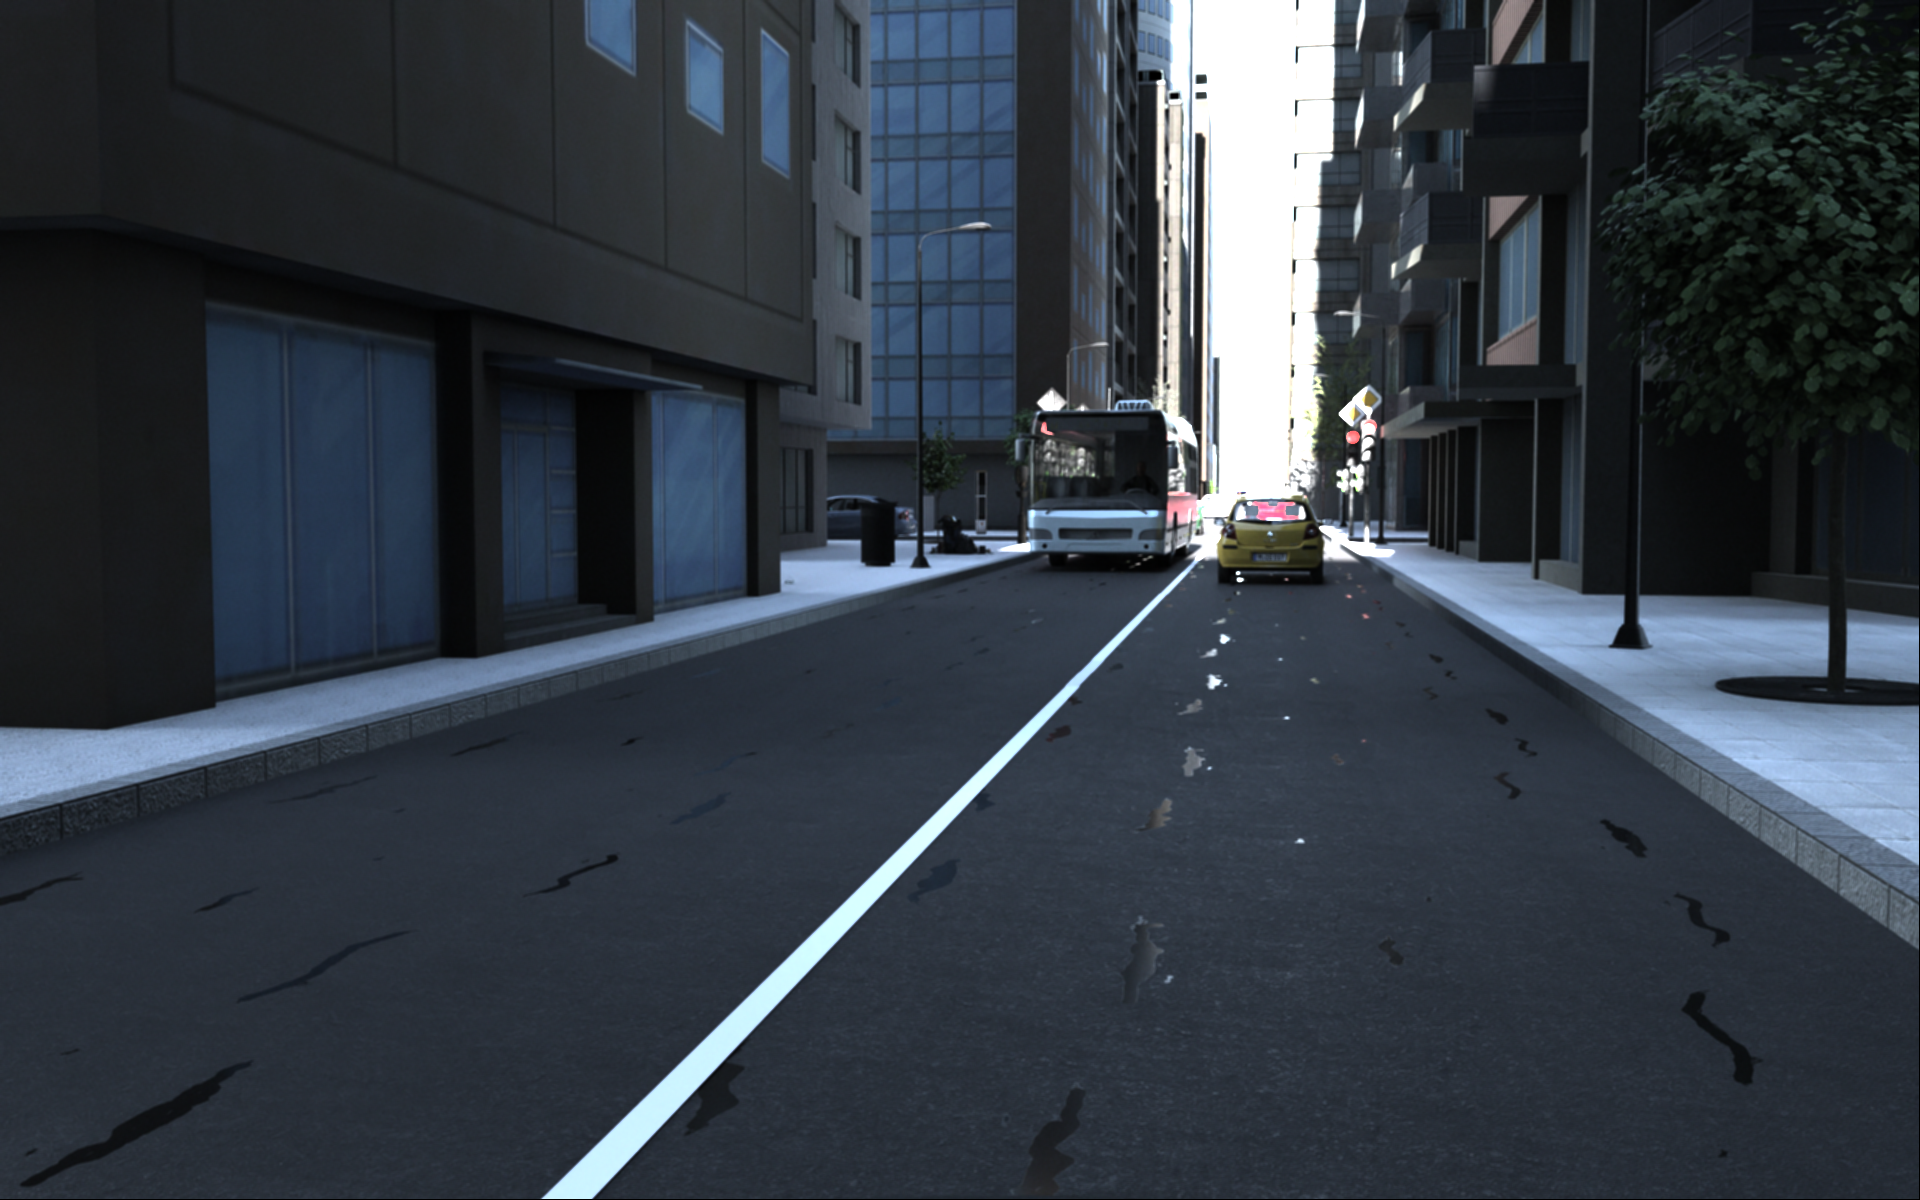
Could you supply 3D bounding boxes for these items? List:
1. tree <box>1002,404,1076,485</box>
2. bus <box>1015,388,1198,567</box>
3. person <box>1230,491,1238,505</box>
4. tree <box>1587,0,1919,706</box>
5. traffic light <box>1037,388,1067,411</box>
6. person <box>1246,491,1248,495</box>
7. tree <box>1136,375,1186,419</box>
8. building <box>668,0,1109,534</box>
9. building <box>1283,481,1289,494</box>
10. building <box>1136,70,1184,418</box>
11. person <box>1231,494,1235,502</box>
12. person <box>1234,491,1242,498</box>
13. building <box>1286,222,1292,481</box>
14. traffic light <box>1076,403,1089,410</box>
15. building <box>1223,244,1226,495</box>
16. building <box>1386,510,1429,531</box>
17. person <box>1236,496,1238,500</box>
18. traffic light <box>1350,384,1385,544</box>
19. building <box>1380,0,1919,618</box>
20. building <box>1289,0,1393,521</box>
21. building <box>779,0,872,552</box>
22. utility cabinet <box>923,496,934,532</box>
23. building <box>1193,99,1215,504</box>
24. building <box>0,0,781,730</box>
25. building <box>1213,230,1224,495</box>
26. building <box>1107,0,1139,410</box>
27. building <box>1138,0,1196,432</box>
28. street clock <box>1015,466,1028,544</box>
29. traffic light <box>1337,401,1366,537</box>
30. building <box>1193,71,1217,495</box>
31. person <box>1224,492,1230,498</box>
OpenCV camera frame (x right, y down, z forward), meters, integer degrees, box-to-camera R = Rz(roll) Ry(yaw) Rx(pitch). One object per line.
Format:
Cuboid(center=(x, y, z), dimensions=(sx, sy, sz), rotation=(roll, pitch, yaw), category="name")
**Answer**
Cuboid(center=(3.012, -4.498, 57.253), dimensions=(4.285, 4.588, 4.351), rotation=(0, 3, 0), category="tree")
Cuboid(center=(3.510, -2.586, 37.147), dimensions=(2.948, 3.499, 13.247), rotation=(1, 4, 10), category="bus")
Cuboid(center=(35.515, -13.177, 223.952), dimensions=(1.348, 1.824, 0.705), rotation=(2, 4, 33), category="person")
Cuboid(center=(5.708, -1.677, 11.133), dimensions=(4.285, 4.588, 4.351), rotation=(0, 3, 0), category="tree")
Cuboid(center=(2.425, -3.473, 45.698), dimensions=(0.839, 4.253, 0.868), rotation=(1, 4, 10), category="traffic light")
Cuboid(center=(42.056, -14.975, 253.276), dimensions=(0.705, 1.831, 1.348), rotation=(3, 4, 38), category="person")
Cuboid(center=(11.825, -9.550, 106.509), dimensions=(4.360, 8.622, 3.978), rotation=(0, 3, 0), category="tree")
Cuboid(center=(-1.799, -25.472, 66.577), dimensions=(14.600, 45.320, 14.200), rotation=(1, 4, 10), category="building")
Cuboid(center=(64.336, -34.397, 254.278), dimensions=(32.217, 40.220, 23.993), rotation=(1, 4, 10), category="building")
Cuboid(center=(8.005, -21.277, 119.577), dimensions=(14.160, 30.474, 14.107), rotation=(1, 4, 10), category="building")
Cuboid(center=(36.559, -13.443, 231.489), dimensions=(0.799, 1.438, 0.628), rotation=(-1, 4, -19), category="person")
Cuboid(center=(34.905, -12.707, 216.276), dimensions=(1.348, 1.821, 0.705), rotation=(1, 4, 21), category="person")
Cuboid(center=(58.951, -38.195, 274.596), dimensions=(14.600, 45.320, 14.200), rotation=(1, 4, 10), category="building")
Cuboid(center=(3.799, -3.954, 53.564), dimensions=(0.839, 4.253, 0.868), rotation=(1, 4, 10), category="traffic light")
Cuboid(center=(35.030, -36.272, 276.642), dimensions=(14.154, 41.232, 14.086), rotation=(1, 4, 10), category="building")
Cuboid(center=(29.576, -26.968, 60.530), dimensions=(30.456, 49.044, 23.786), rotation=(1, 4, 10), category="building")
Cuboid(center=(36.798, -13.356, 230.062), dimensions=(0.799, 1.438, 0.628), rotation=(2, 4, 29), category="person")
Cuboid(center=(10.418, -3.389, 44.323), dimensions=(0.839, 4.253, 0.868), rotation=(1, 4, 10), category="traffic light")
Cuboid(center=(18.846, -22.792, 27.282), dimensions=(22.147, 44.769, 28.867), rotation=(1, 4, 10), category="building")
Cuboid(center=(24.155, -24.763, 88.463), dimensions=(14.154, 41.232, 14.086), rotation=(1, 4, 10), category="building")
Cuboid(center=(-9.692, -21.747, 39.164), dimensions=(14.086, 41.232, 14.154), rotation=(1, 4, 10), category="building")
Cuboid(center=(-1.169, -2.929, 59.049), dimensions=(0.306, 1.237, 1.020), rotation=(1, 4, 17), category="utility cabinet")
Cuboid(center=(20.960, -33.268, 194.038), dimensions=(14.600, 45.320, 14.200), rotation=(1, 4, 10), category="building")
Cuboid(center=(-9.944, -22.363, 15.750), dimensions=(14.600, 45.320, 14.200), rotation=(1, 4, 10), category="building")
Cuboid(center=(32.071, -35.404, 262.451), dimensions=(14.154, 41.232, 14.086), rotation=(1, 4, 10), category="building")
Cuboid(center=(1.091, -39.925, 91.025), dimensions=(20.563, 71.187, 20.611), rotation=(1, 4, 10), category="building")
Cuboid(center=(8.205, -36.724, 142.435), dimensions=(21.231, 58.520, 28.212), rotation=(1, 4, 10), category="building")
Cuboid(center=(1.590, -2.436, 44.397), dimensions=(0.358, 2.002, 0.471), rotation=(-1, 4, -18), category="street clock")
Cuboid(center=(11.792, -3.870, 52.189), dimensions=(0.839, 4.253, 0.868), rotation=(1, 4, 10), category="traffic light")
Cuboid(center=(24.659, -56.688, 239.518), dimensions=(22.319, 86.520, 31.000), rotation=(1, 4, 10), category="building")
Cuboid(center=(31.152, -11.781, 201.917), dimensions=(0.742, 1.727, 0.445), rotation=(0, 4, -4), category="person")
